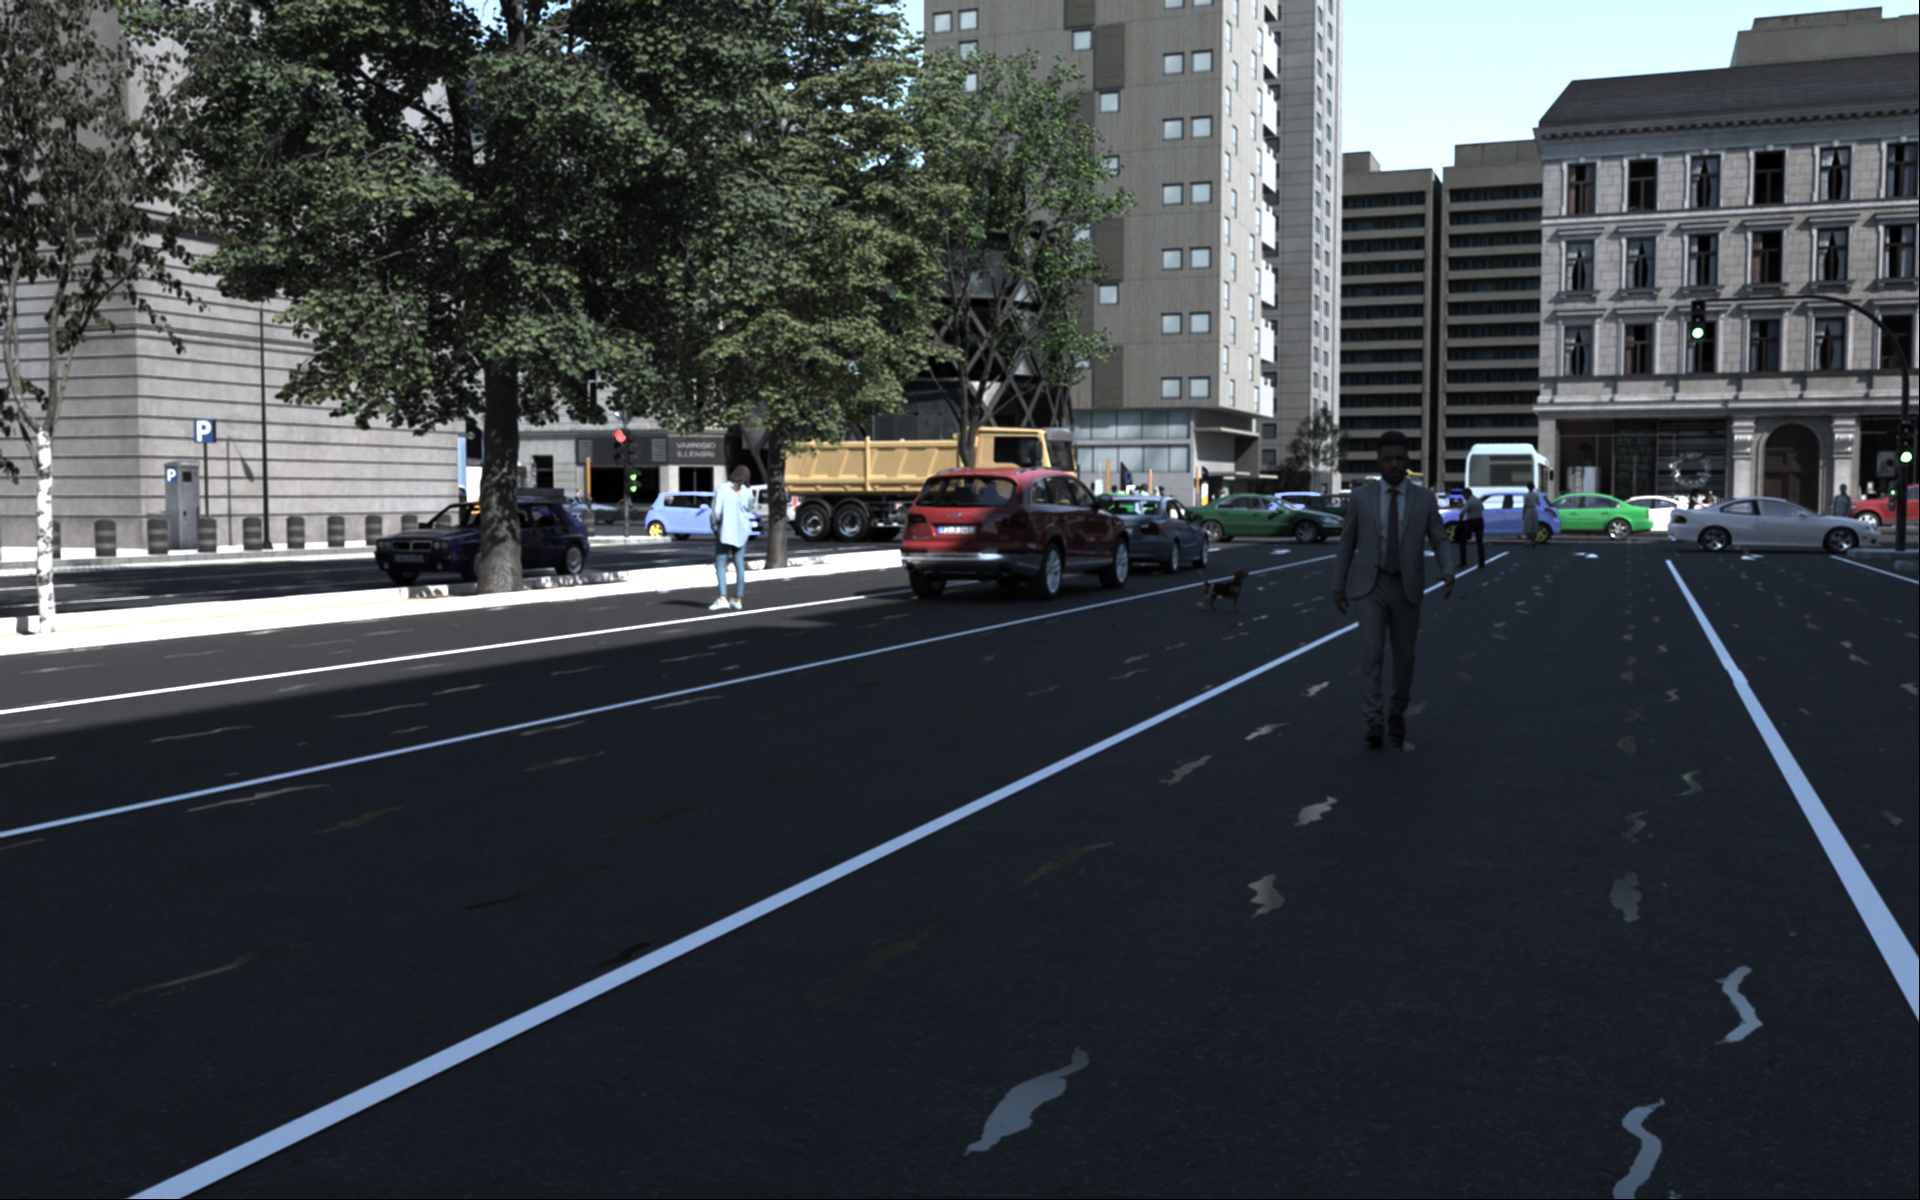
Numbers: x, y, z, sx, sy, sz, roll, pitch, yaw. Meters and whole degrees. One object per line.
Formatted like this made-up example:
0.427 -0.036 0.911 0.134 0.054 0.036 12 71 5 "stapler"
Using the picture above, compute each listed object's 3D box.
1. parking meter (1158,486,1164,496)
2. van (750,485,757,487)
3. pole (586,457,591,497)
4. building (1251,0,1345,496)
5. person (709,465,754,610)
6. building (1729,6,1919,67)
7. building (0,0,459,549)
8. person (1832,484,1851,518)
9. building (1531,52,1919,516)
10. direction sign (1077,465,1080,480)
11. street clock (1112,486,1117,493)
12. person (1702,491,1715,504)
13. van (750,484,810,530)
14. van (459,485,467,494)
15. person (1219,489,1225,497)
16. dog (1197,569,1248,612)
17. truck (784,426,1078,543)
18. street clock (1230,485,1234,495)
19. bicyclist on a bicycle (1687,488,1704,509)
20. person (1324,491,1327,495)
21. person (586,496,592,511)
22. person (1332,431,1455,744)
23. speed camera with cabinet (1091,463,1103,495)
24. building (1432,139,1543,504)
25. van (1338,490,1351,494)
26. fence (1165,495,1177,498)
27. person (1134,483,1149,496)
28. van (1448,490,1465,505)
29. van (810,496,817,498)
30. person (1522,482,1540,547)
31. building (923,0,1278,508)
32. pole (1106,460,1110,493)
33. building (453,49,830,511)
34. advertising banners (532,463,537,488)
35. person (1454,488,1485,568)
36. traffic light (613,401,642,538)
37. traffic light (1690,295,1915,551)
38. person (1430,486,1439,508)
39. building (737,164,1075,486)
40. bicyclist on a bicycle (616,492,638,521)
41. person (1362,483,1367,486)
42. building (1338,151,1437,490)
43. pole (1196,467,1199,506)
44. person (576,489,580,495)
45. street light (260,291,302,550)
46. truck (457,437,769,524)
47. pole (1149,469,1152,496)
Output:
14.905 -7.494 128.240 0.255 1.863 0.399 -3 5 -40 "parking meter"
-8.250 -4.599 82.211 4.112 2.044 2.013 1 4 22 "van"
-20.486 -6.217 95.493 0.158 3.312 0.155 0 3 0 "pole"
30.860 -46.145 192.722 20.611 71.187 20.563 1 4 21 "building"
-2.852 -0.785 21.600 0.793 1.790 0.793 2 4 24 "person"
87.202 -33.468 170.900 21.300 48.544 21.600 1 4 21 "building"
-27.642 -12.682 49.145 24.055 21.916 13.314 1 4 21 "building"
23.777 -2.273 46.675 0.512 1.701 0.522 2 4 31 "person"
29.109 -14.143 82.154 40.483 20.767 10.553 1 4 21 "building"
9.291 -8.811 136.058 0.379 3.537 0.876 1 4 17 "direction sign"
13.106 -8.721 147.160 0.358 2.002 0.471 3 5 44 "street clock"
29.821 -3.563 69.032 0.482 1.546 0.388 0 4 -6 "person"
-8.034 -3.824 69.526 4.112 2.044 2.013 1 4 19 "van"
-23.029 -4.092 73.922 4.112 2.044 2.013 1 4 19 "van"
8.929 -2.978 59.006 0.330 1.601 0.589 3 5 42 "person"
3.223 -0.119 21.241 0.540 0.507 0.406 0 4 -7 "dog"
-0.585 -3.374 51.090 9.791 3.379 3.469 1 4 22 "truck"
22.243 -8.394 141.809 0.358 2.002 0.471 0 4 1 "street clock"
23.959 -2.830 56.288 1.625 1.676 1.499 1 4 22 "bicyclist on a bicycle"
32.283 -8.823 153.445 0.721 1.739 1.217 3 4 37 "person"
-16.161 -3.866 75.616 0.340 1.345 0.435 -1 4 -11 "person"
2.501 -0.077 10.030 0.678 1.792 0.850 1 4 11 "person"
8.374 -7.040 109.432 0.660 3.252 2.038 -1 4 -18 "speed camera with cabinet"
78.129 -37.632 238.991 21.600 48.544 21.300 1 4 21 "building"
35.394 -9.281 158.750 2.013 2.044 4.112 1 4 20 "van"
17.018 -7.890 140.196 0.480 1.192 2.264 2 4 35 "fence"
5.955 -2.974 57.396 0.793 1.790 0.793 -1 4 -9 "person"
65.838 -13.737 228.983 2.240 2.365 5.245 1 4 21 "van"
-6.193 -4.277 76.937 4.112 2.044 2.013 1 4 20 "van"
15.362 -2.299 46.654 0.480 1.755 0.524 0 4 -4 "person"
13.900 -34.971 161.022 28.713 52.752 27.495 1 4 21 "building"
8.862 -6.722 103.750 0.158 3.312 0.155 0 3 0 "pole"
-31.195 -20.358 109.265 44.131 29.872 17.030 1 4 21 "building"
-23.345 -6.152 96.774 2.074 3.025 0.090 3 5 44 "advertising banners"
9.956 -1.415 33.846 0.614 1.554 0.590 -2 4 -34 "person"
-9.803 -3.790 50.879 0.839 4.253 0.868 1 4 21 "traffic light"
19.207 -3.970 39.585 4.771 5.953 1.251 1 4 21 "traffic light"
19.643 -3.886 72.571 0.750 1.759 0.617 0 4 2 "person"
-2.107 -14.126 98.404 16.811 18.784 16.820 1 4 21 "building"
-17.630 -4.984 91.513 1.625 1.676 1.499 1 4 20 "bicyclist on a bicycle"
13.843 -3.098 59.386 0.641 1.798 0.478 2 4 34 "person"
57.391 -38.136 247.229 21.600 48.544 21.300 1 4 21 "building"
17.998 -8.409 131.334 0.158 3.312 0.155 0 3 0 "pole"
-20.292 -5.052 92.109 0.522 1.701 0.512 -1 4 -23 "person"
-15.558 -4.111 39.760 1.470 5.913 1.316 1 4 21 "street light"
-17.917 -5.569 80.817 18.799 4.110 2.967 1 4 20 "truck"
15.234 -8.863 138.745 0.158 3.312 0.155 0 3 0 "pole"
